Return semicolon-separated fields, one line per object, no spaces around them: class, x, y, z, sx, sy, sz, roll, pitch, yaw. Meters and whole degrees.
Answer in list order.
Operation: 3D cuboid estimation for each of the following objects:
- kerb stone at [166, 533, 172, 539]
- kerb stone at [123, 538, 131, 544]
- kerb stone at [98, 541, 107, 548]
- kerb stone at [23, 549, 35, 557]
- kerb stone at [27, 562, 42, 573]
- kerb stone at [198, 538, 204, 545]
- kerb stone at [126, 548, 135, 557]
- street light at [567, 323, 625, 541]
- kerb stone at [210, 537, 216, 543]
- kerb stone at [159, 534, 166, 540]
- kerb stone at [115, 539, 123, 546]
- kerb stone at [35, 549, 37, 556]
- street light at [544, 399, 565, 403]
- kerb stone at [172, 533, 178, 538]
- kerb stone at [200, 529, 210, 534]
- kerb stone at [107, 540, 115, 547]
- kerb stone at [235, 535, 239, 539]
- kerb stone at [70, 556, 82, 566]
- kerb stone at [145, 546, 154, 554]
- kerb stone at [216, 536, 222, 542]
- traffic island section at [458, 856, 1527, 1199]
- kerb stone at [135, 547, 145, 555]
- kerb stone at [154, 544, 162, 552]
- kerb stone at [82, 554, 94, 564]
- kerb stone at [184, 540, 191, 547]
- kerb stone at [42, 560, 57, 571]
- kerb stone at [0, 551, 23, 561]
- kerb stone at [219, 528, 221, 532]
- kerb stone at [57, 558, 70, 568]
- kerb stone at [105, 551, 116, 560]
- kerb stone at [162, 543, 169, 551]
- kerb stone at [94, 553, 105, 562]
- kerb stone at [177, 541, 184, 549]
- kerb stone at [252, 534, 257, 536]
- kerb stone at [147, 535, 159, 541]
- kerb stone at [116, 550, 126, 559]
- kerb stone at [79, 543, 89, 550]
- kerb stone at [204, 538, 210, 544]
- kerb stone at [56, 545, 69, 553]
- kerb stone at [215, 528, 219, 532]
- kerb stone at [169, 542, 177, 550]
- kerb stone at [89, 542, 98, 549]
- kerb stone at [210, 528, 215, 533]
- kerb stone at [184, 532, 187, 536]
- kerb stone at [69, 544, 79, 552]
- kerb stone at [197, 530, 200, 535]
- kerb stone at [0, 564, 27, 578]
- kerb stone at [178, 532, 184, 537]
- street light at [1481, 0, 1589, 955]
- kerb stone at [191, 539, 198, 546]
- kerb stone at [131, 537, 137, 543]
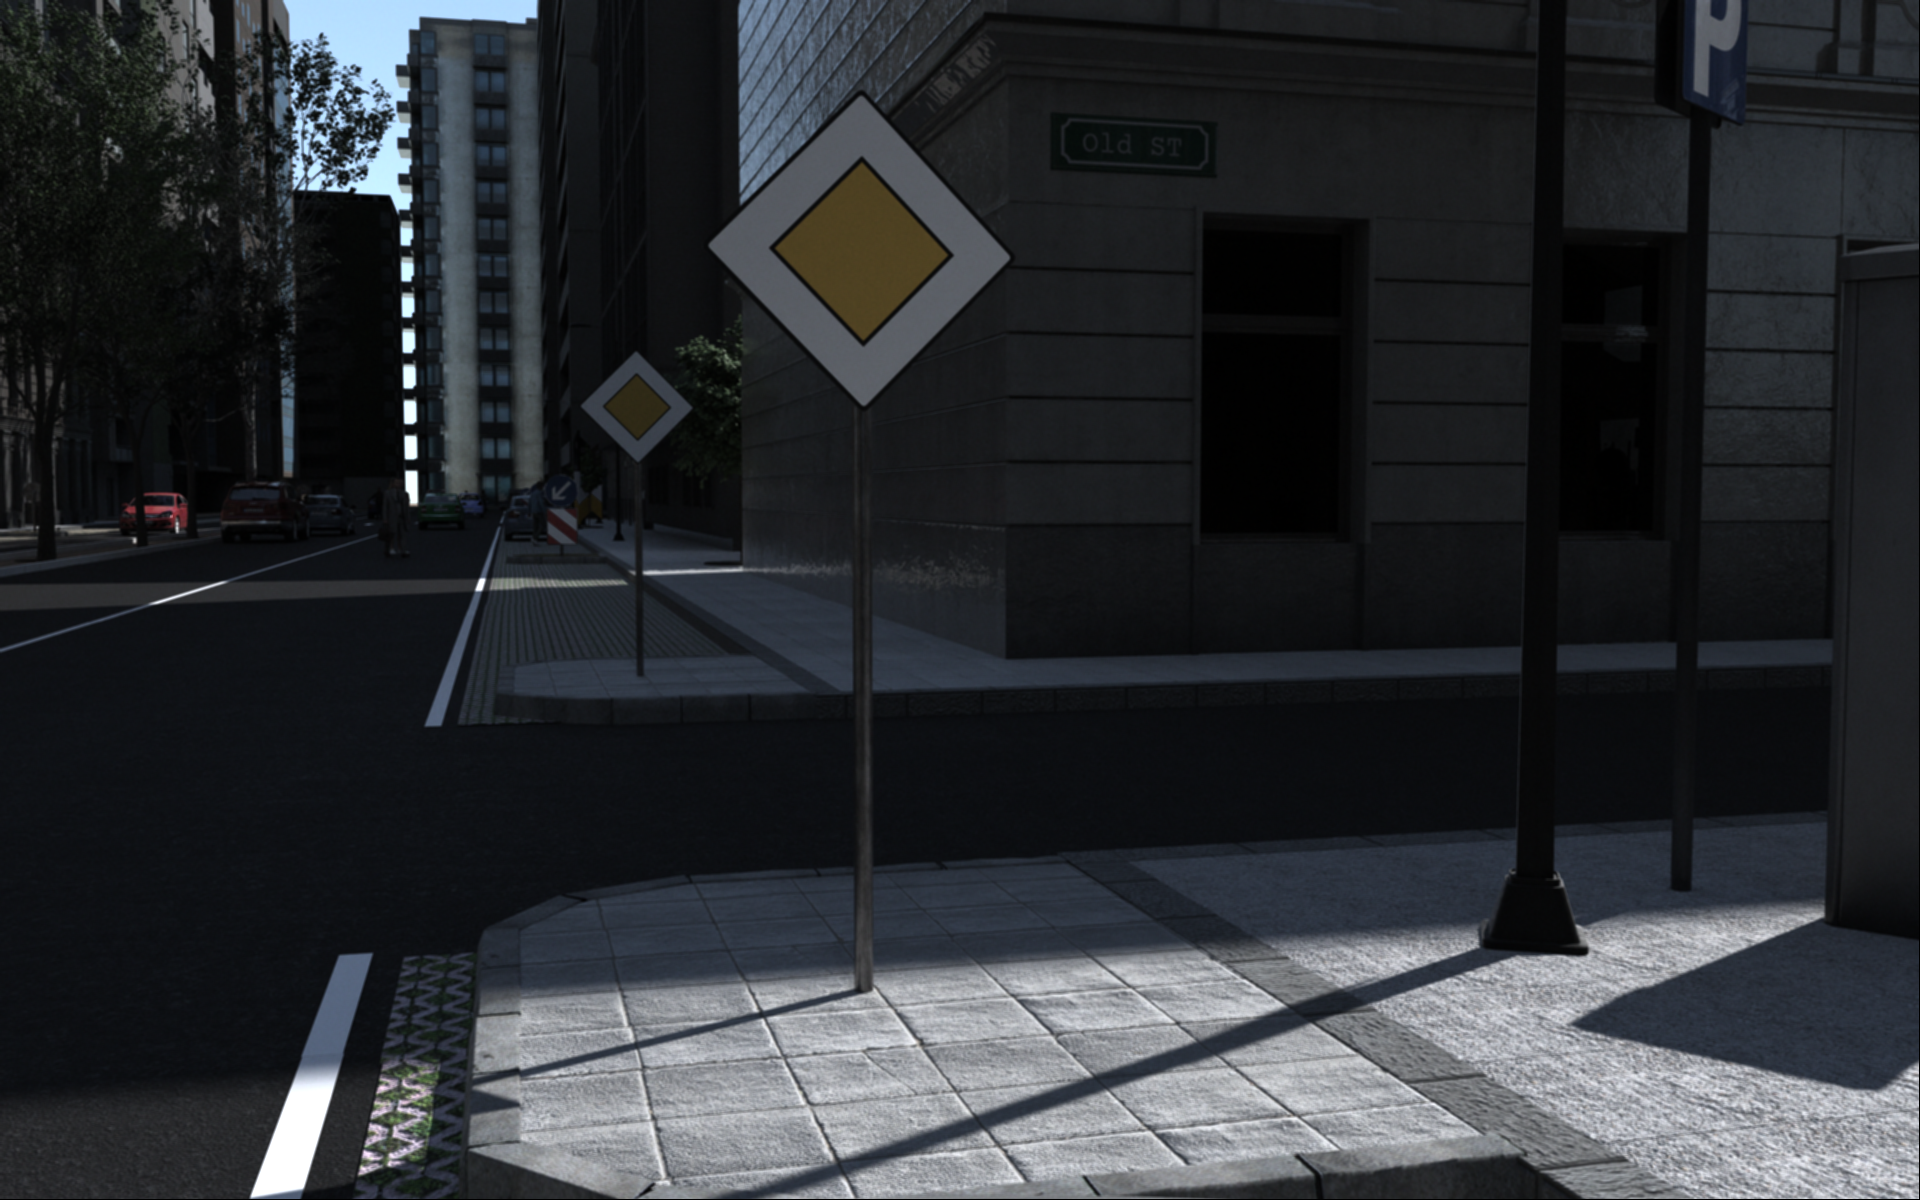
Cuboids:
kerb stone;-25.259;-2.006;54.993;0.120;0.150;1.000;-1;4;-14
kerb stone;-23.712;-1.642;49.042;0.120;0.150;1.000;-1;4;-14
kerb stone;-22.943;-1.453;46.073;0.120;0.150;1.000;-1;4;-14
kerb stone;-21.147;-1.036;39.128;0.120;0.150;1.000;-1;4;-14
kerb stone;-17.053;-0.582;31.718;0.120;0.150;1.000;-1;4;-14
kerb stone;-21.431;-1.615;48.593;0.120;0.150;1.000;-1;4;-14
kerb stone;-19.115;-1.068;39.654;0.120;0.150;1.000;-1;4;-14
street light;-9.900;-4.571;47.279;1.470;5.913;1.316;-1;4;-14
kerb stone;-21.940;-1.736;50.576;0.120;0.150;1.000;-1;4;-14
kerb stone;-25.002;-1.943;53.990;0.120;0.150;1.000;-1;4;-14
kerb stone;-23.456;-1.581;48.052;0.120;0.150;1.000;-1;4;-14
kerb stone;-21.397;-1.096;40.120;0.120;0.150;1.000;-1;4;-14
street light;-19.713;-6.892;85.224;1.470;5.913;1.316;-1;4;-14
kerb stone;-25.518;-2.067;55.989;0.120;0.150;1.000;-1;4;-14
kerb stone;-27.068;-2.425;61.945;0.120;0.150;1.000;-1;4;-14
kerb stone;-23.201;-1.521;47.062;0.120;0.150;1.000;-1;4;-14
kerb stone;-23.492;-2.100;56.532;0.120;0.150;1.000;-1;4;-14
kerb stone;-17.829;-0.764;34.685;0.120;0.150;1.000;-1;4;-14
kerb stone;-19.617;-1.189;41.644;0.120;0.150;1.000;-1;4;-14
kerb stone;-22.197;-1.791;51.566;0.120;0.150;1.000;-1;4;-14
traffic island section;-0.231;1.088;4.498;2.009;0.180;2.903;-1;4;-14
kerb stone;-19.366;-1.128;40.645;0.120;0.150;1.000;-1;4;-14
kerb stone;-19.882;-1.250;42.631;0.120;0.150;1.000;-1;4;-14
kerb stone;-18.077;-0.825;35.677;0.120;0.150;1.000;-1;4;-14
kerb stone;-20.910;-1.490;46.616;0.120;0.150;1.000;-1;4;-14
kerb stone;-17.305;-0.643;32.709;0.120;0.150;1.000;-1;4;-14
kerb stone;-20.890;-0.972;38.138;0.120;0.150;1.000;-1;4;-14
kerb stone;-27.830;-2.614;64.929;0.120;0.150;1.000;-1;4;-14
kerb stone;-17.565;-0.704;33.698;0.120;0.150;1.000;-1;4;-14
kerb stone;-18.590;-0.944;37.667;0.120;0.150;1.000;-1;4;-14
kerb stone;-20.147;-1.311;43.629;0.120;0.150;1.000;-1;4;-14
kerb stone;-18.333;-0.883;36.677;0.120;0.150;1.000;-1;4;-14
kerb stone;-20.665;-1.432;45.623;0.120;0.150;1.000;-1;4;-14
kerb stone;-24.267;-2.278;59.500;0.120;0.150;1.000;-1;4;-14
kerb stone;-24.741;-1.883;53.001;0.120;0.150;1.000;-1;4;-14
kerb stone;-18.851;-1.004;38.662;0.120;0.150;1.000;-1;4;-14
kerb stone;-22.431;-1.339;44.085;0.120;0.150;1.000;-1;4;-14
kerb stone;-21.690;-1.675;49.583;0.120;0.150;1.000;-1;4;-14
kerb stone;-21.915;-1.217;42.098;0.120;0.150;1.000;-1;4;-14
kerb stone;-27.578;-2.552;63.927;0.120;0.150;1.000;-1;4;-14
kerb stone;-20.406;-1.371;44.618;0.120;0.150;1.000;-1;4;-14
kerb stone;-22.688;-1.391;45.075;0.120;0.150;1.000;-1;4;-14
kerb stone;-27.318;-2.492;62.936;0.120;0.150;1.000;-1;4;-14
kerb stone;-26.042;-2.188;57.973;0.120;0.150;1.000;-1;4;-14
kerb stone;-22.173;-1.276;43.095;0.120;0.150;1.000;-1;4;-14
kerb stone;-26.548;-2.310;59.963;0.120;0.150;1.000;-1;4;-14
kerb stone;-16.796;-0.522;30.725;0.120;0.150;1.000;-1;4;-14
kerb stone;-25.776;-2.125;56.978;0.120;0.150;1.000;-1;4;-14
street light;1.122;-1.965;4.671;1.470;5.913;1.316;-1;4;-14
kerb stone;-21.168;-1.552;47.605;0.120;0.150;1.000;-1;4;-14
kerb stone;-23.974;-1.702;50.031;0.120;0.150;1.000;-1;4;-14
